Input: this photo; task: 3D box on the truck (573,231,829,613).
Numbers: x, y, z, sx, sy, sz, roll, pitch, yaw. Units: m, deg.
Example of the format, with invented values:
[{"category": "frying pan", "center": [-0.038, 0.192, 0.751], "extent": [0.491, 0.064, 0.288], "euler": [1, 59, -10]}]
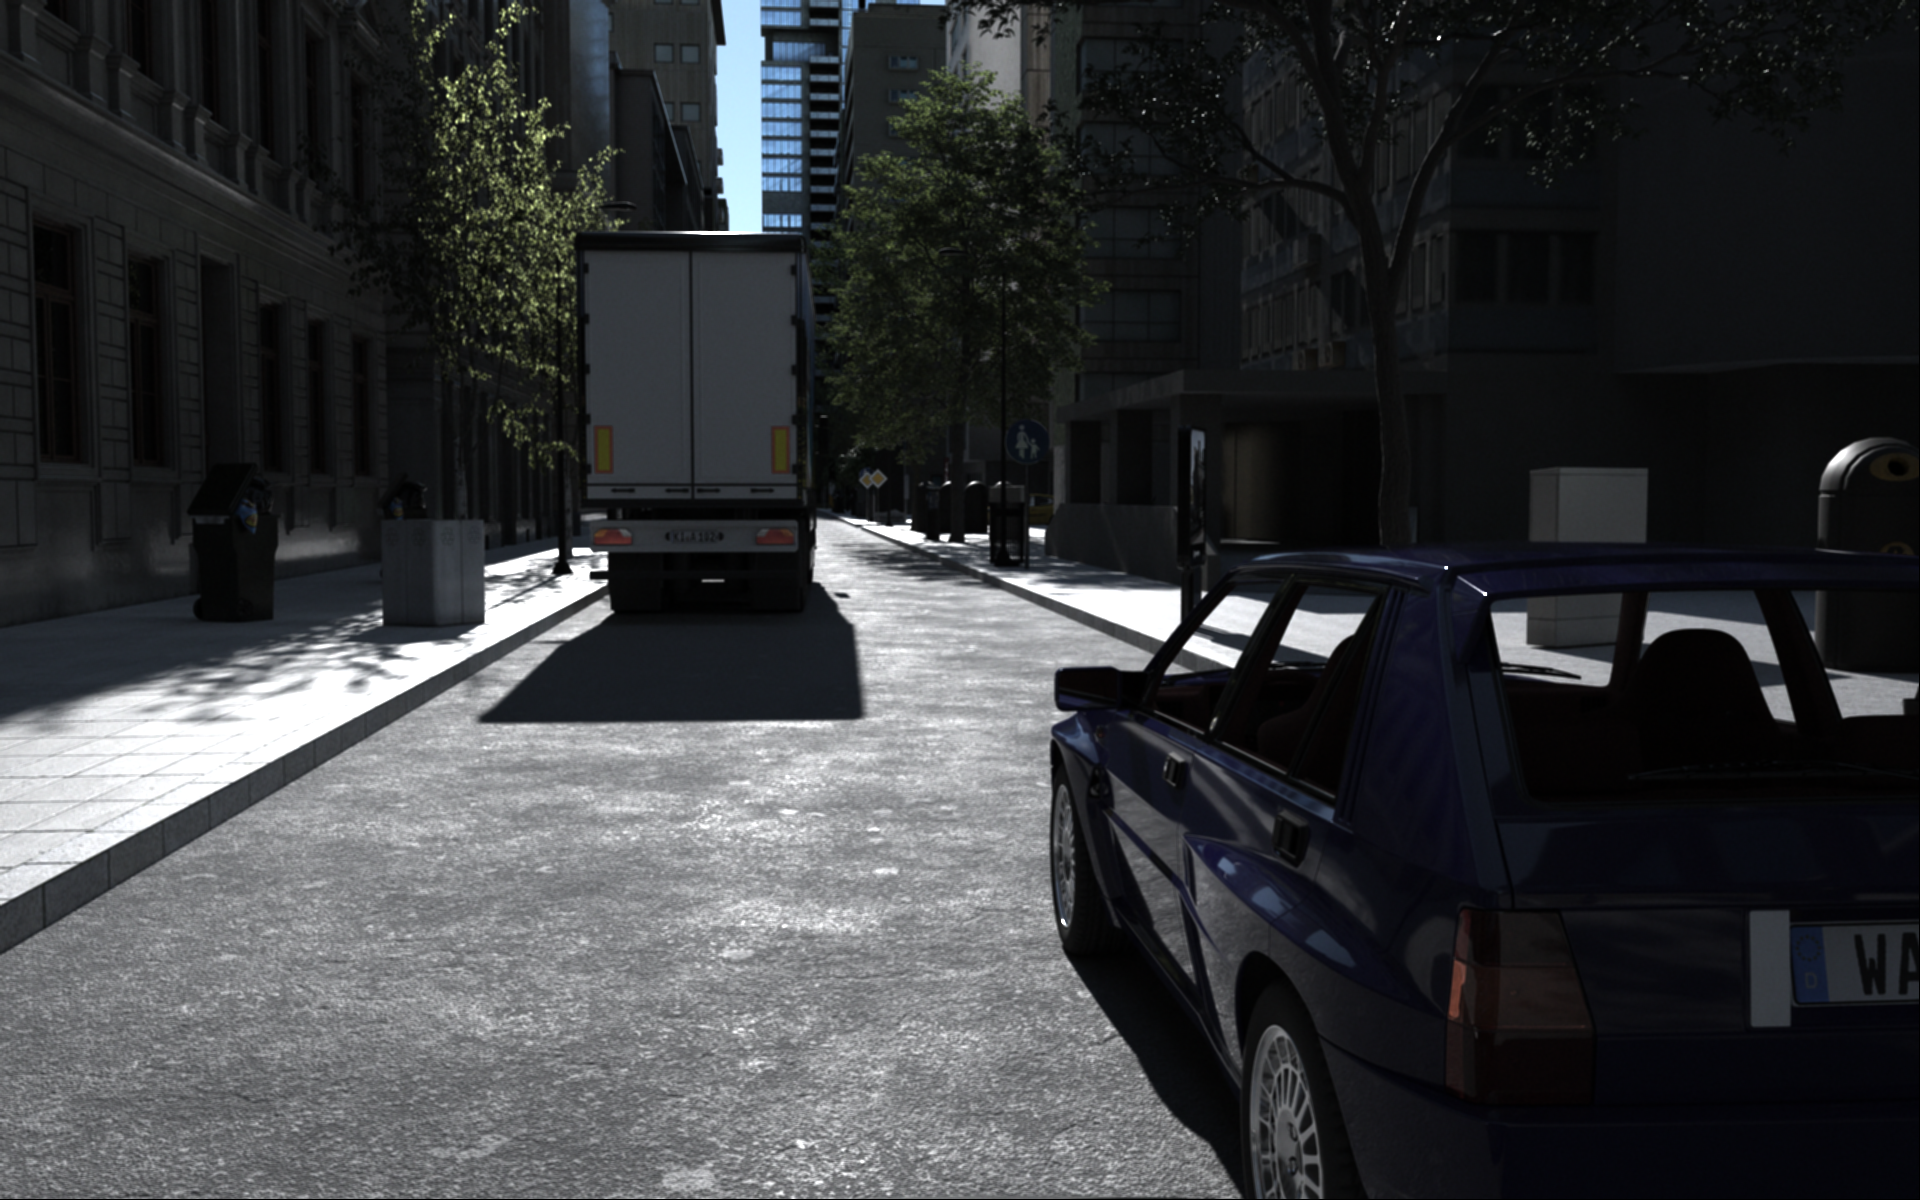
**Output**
[{"category": "truck", "center": [-3.270, -2.156, 24.171], "extent": [2.839, 4.237, 11.283], "euler": [0, 4, -4]}]

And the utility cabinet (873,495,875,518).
[{"category": "utility cabinet", "center": [-4.232, -4.573, 85.923], "extent": [0.306, 1.237, 1.020], "euler": [-1, 4, -14]}]

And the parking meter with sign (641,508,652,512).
[{"category": "parking meter with sign", "center": [-9.800, -3.484, 53.218], "extent": [0.543, 3.016, 1.738], "euler": [0, 4, 7]}]

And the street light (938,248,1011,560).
[{"category": "street light", "center": [0.290, -3.695, 32.951], "extent": [1.470, 5.913, 1.316], "euler": [0, 4, -6]}]

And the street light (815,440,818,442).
[{"category": "street light", "center": [-12.074, -10.855, 150.014], "extent": [1.470, 5.913, 1.316], "euler": [0, 4, -6]}]

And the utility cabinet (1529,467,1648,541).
[{"category": "utility cabinet", "center": [5.312, -0.367, 14.680], "extent": [1.173, 1.500, 0.318], "euler": [-2, 4, -33]}]

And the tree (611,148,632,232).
[{"category": "tree", "center": [-7.756, -5.113, 33.960], "extent": [4.360, 8.622, 3.978], "euler": [0, 3, 0]}]

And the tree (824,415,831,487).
[{"category": "tree", "center": [-6.595, -9.711, 109.131], "extent": [4.737, 8.622, 4.395], "euler": [0, 3, 0]}]

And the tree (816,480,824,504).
[{"category": "tree", "center": [-18.590, -14.275, 227.993], "extent": [1.663, 3.219, 1.824], "euler": [0, 3, 0]}]

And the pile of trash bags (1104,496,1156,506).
[{"category": "pile of trash bags", "center": [4.919, -2.076, 43.689], "extent": [3.447, 1.369, 1.912], "euler": [1, 4, 11]}]

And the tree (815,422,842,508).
[{"category": "tree", "center": [-13.575, -13.380, 169.132], "extent": [4.360, 8.622, 3.978], "euler": [0, 3, 0]}]

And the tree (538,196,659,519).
[{"category": "tree", "center": [-8.448, -5.657, 42.852], "extent": [4.737, 8.622, 4.395], "euler": [0, 3, 0]}]

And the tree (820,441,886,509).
[{"category": "tree", "center": [-4.643, -6.592, 91.494], "extent": [4.285, 4.588, 4.351], "euler": [0, 3, 0]}]

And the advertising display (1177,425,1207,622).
[{"category": "advertising display", "center": [2.222, -0.695, 16.583], "extent": [0.123, 1.923, 0.974], "euler": [1, 4, 17]}]

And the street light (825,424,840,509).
[{"category": "street light", "center": [-8.327, -8.709, 114.936], "extent": [1.470, 5.913, 1.316], "euler": [0, 4, -6]}]

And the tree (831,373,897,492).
[{"category": "tree", "center": [-5.113, -9.243, 101.486], "extent": [4.737, 8.622, 4.395], "euler": [0, 3, 0]}]

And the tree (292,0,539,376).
[{"category": "tree", "center": [-6.894, -4.490, 23.766], "extent": [4.360, 8.622, 3.978], "euler": [0, 3, 0]}]

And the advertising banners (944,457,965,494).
[{"category": "advertising banners", "center": [-0.283, -5.246, 81.954], "extent": [0.090, 3.025, 2.074], "euler": [-2, 4, -27]}]

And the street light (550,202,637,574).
[{"category": "street light", "center": [-5.849, -3.373, 27.688], "extent": [1.470, 5.913, 1.316], "euler": [0, 4, -6]}]

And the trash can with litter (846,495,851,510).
[{"category": "trash can with litter", "center": [-8.719, -7.789, 138.734], "extent": [0.624, 1.170, 1.055], "euler": [-1, 4, -21]}]

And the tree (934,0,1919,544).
[{"category": "tree", "center": [3.148, -4.762, 12.265], "extent": [8.767, 10.594, 7.601], "euler": [0, 4, -1]}]

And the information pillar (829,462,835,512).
[{"category": "information pillar", "center": [-9.194, -8.158, 124.737], "extent": [0.504, 3.616, 0.183], "euler": [1, 4, 21]}]

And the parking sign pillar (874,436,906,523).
[{"category": "parking sign pillar", "center": [-3.173, -5.477, 78.027], "extent": [1.447, 3.967, 1.447], "euler": [0, 4, -1]}]

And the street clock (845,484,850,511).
[{"category": "street clock", "center": [-8.302, -7.542, 127.886], "extent": [0.358, 2.002, 0.471], "euler": [0, 4, 4]}]

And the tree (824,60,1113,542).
[{"category": "tree", "center": [0.349, -7.821, 46.006], "extent": [7.486, 12.596, 7.792], "euler": [0, 3, 0]}]

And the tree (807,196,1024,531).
[{"category": "tree", "center": [-1.598, -8.195, 59.746], "extent": [9.928, 11.665, 9.643], "euler": [0, 3, 0]}]

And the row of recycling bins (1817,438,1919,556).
[{"category": "row of recycling bins", "center": [7.783, -0.293, 11.899], "extent": [3.534, 1.692, 1.069], "euler": [3, 5, 41]}]

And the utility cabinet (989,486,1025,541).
[{"category": "utility cabinet", "center": [1.301, -2.351, 47.112], "extent": [0.318, 1.500, 1.173], "euler": [-3, 5, -44]}]

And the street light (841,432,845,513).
[{"category": "street light", "center": [-4.628, -6.561, 79.811], "extent": [1.470, 5.913, 1.316], "euler": [0, 4, -6]}]

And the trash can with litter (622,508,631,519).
[{"category": "trash can with litter", "center": [-10.153, -2.476, 51.863], "extent": [1.055, 1.170, 0.624], "euler": [-1, 4, -19]}]

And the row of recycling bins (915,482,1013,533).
[{"category": "row of recycling bins", "center": [0.170, -3.098, 57.759], "extent": [3.534, 1.692, 1.069], "euler": [1, 4, 19]}]

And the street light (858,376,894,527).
[{"category": "street light", "center": [-3.335, -5.841, 68.043], "extent": [1.470, 5.913, 1.316], "euler": [0, 4, -6]}]

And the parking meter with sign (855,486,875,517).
[{"category": "parking meter with sign", "center": [-5.030, -6.097, 95.951], "extent": [1.738, 3.016, 0.543], "euler": [3, 4, 36]}]
